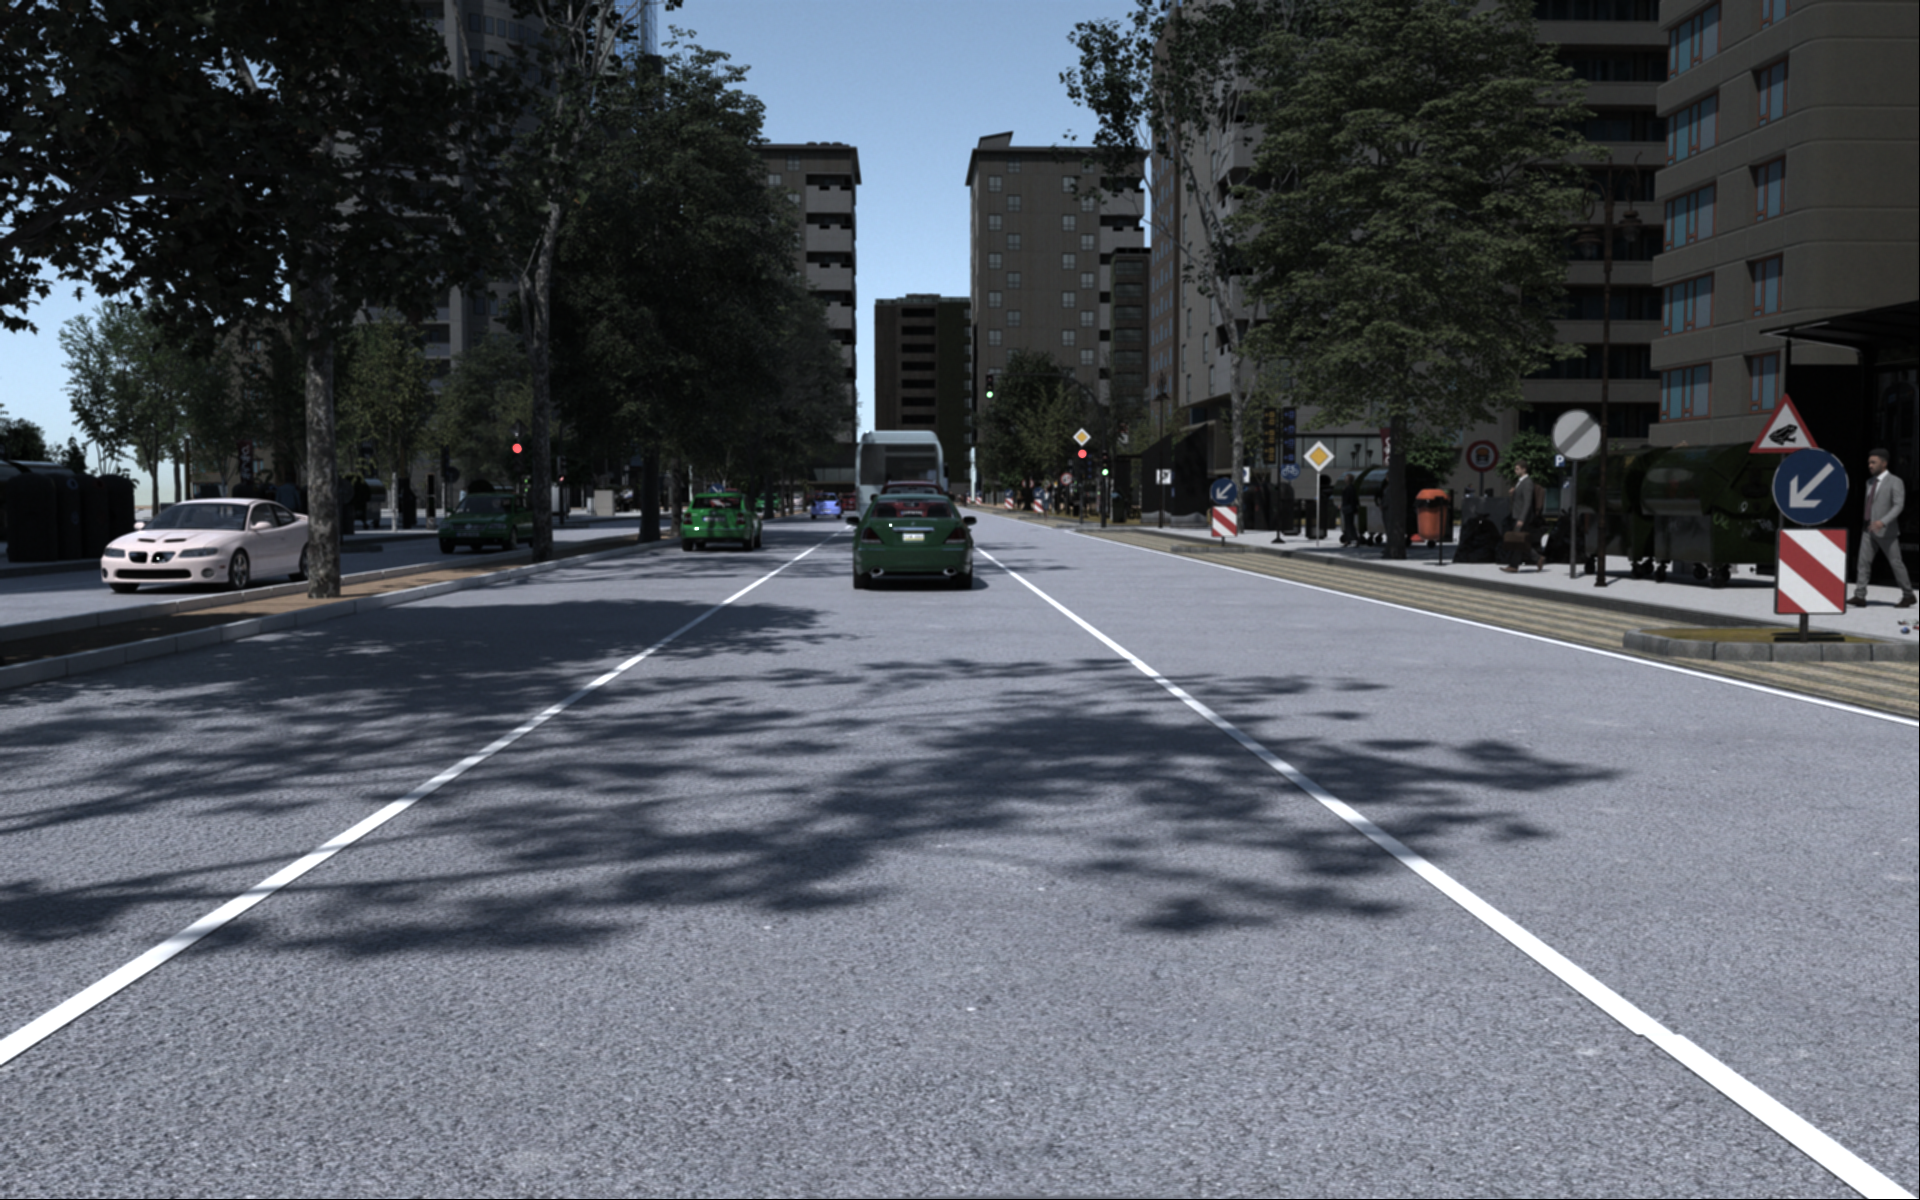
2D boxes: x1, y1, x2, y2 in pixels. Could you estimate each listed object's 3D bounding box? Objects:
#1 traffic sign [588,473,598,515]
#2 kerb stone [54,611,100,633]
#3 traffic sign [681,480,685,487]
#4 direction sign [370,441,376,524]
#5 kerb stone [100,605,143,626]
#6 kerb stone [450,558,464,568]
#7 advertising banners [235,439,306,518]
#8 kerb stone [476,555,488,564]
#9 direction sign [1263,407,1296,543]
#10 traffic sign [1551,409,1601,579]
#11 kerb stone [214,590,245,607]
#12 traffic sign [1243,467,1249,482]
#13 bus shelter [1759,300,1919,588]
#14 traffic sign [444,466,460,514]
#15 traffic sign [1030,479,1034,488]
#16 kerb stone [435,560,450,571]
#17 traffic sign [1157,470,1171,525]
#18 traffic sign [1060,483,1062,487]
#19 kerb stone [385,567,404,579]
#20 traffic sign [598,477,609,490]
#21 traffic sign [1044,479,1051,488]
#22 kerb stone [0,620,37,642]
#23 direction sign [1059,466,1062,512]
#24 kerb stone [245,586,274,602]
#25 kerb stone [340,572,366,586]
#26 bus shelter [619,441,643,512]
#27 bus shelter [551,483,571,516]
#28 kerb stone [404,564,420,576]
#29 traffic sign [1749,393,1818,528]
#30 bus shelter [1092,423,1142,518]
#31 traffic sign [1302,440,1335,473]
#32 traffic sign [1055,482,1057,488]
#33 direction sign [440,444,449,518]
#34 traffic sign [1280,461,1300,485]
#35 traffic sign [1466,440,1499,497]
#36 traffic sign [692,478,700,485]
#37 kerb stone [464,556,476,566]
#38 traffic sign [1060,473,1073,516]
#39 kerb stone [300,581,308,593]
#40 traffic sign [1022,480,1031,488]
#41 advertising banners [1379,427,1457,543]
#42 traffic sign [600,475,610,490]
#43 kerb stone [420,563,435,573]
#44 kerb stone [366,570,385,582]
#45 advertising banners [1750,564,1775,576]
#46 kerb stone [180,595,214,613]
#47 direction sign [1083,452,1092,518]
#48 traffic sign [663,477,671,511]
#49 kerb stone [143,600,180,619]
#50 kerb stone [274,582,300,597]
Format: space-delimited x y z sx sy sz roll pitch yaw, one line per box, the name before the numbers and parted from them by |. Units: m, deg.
traffic sign | -22.271 -6.406 104.846 0.768 2.556 0.104 0 4 6
kerb stone | -9.337 0.248 18.160 0.120 0.150 1.000 0 4 -2
traffic sign | -22.026 -8.325 136.119 0.884 2.594 0.081 0 4 -1
direction sign | -24.998 -5.004 73.813 0.379 3.537 0.876 -2 4 -32
kerb stone | -9.364 0.184 19.184 0.120 0.150 1.000 0 4 -2
kerb stone | -9.849 -0.693 33.532 0.120 0.150 1.000 0 4 -2
advertising banners | -21.956 -3.610 55.206 2.074 3.025 0.090 -1 4 -13
kerb stone | -9.924 -0.815 35.581 0.120 0.150 1.000 0 4 -2
direction sign | 8.316 -3.251 45.149 0.876 3.537 0.379 2 4 32
traffic sign | 9.297 -1.596 26.197 0.768 2.556 0.104 0 4 0
kerb stone | -9.470 -0.003 22.249 0.120 0.150 1.000 0 4 -2
traffic sign | 10.576 -3.853 65.123 0.606 2.300 0.079 0 4 4
bus shelter | 12.435 -1.875 21.937 1.731 3.624 6.357 0 4 -2
traffic sign | -23.400 -4.868 79.703 0.768 2.556 0.104 0 4 4
traffic sign | 5.876 -8.948 146.400 0.768 2.556 0.104 0 4 2
kerb stone | -9.816 -0.626 32.507 0.120 0.150 1.000 0 4 -2
traffic sign | 8.561 -4.323 72.806 0.606 2.300 0.079 0 4 6
traffic sign | 8.220 -8.904 145.681 0.768 2.556 0.104 0 4 6
kerb stone | -9.709 -0.443 29.443 0.120 0.150 1.000 0 4 -2
traffic sign | -21.165 -6.160 102.850 0.606 2.300 0.079 0 4 2
traffic sign | 7.288 -8.919 145.936 0.768 2.556 0.104 0 4 5
kerb stone | -9.296 0.309 17.138 0.120 0.150 1.000 0 4 -2
direction sign | 7.219 -8.153 125.297 0.379 3.537 0.876 0 4 3
kerb stone | -9.503 -0.062 23.283 0.120 0.150 1.000 0 4 -2
kerb stone | -9.646 -0.317 27.385 0.120 0.150 1.000 0 4 -2
bus shelter | -24.502 -9.380 130.990 2.179 5.291 8.768 0 4 -2
bus shelter | -23.265 -6.603 101.886 2.014 3.302 5.546 0 4 -2
kerb stone | -9.747 -0.505 30.464 0.120 0.150 1.000 0 4 -2
traffic sign | 10.670 -1.374 22.473 0.884 2.594 0.081 0 4 6
bus shelter | 8.568 -7.232 95.872 2.179 5.291 8.768 0 4 -2
traffic sign | 8.759 -2.599 42.228 0.795 2.593 0.064 0 4 0
traffic sign | 8.035 -8.887 145.032 0.795 2.593 0.064 0 4 4
direction sign | -23.480 -5.323 79.020 0.379 3.537 0.876 -3 5 -39
traffic sign | 12.316 -3.952 64.720 0.768 2.556 0.104 0 4 4
traffic sign | 12.240 -2.480 40.658 0.768 2.556 0.104 0 4 4
traffic sign | -20.794 -8.360 136.784 0.768 2.556 0.104 0 4 -1
kerb stone | -9.886 -0.756 34.553 0.120 0.150 1.000 0 4 -2
traffic sign | 6.303 -6.248 102.265 0.768 2.556 0.104 0 4 5
kerb stone | -9.575 -0.187 25.332 0.120 0.150 1.000 0 4 -2
traffic sign | 5.504 -8.764 143.394 0.768 2.556 0.104 0 4 8
advertising banners | 12.025 -3.017 45.510 2.074 3.025 0.090 0 4 0
traffic sign | -23.430 -6.966 114.007 0.768 2.556 0.104 0 4 -1
kerb stone | -9.782 -0.568 31.485 0.120 0.150 1.000 0 4 -2
kerb stone | -9.684 -0.380 28.412 0.120 0.150 1.000 0 4 -2
advertising banners | 13.191 -1.863 26.645 0.090 3.025 2.074 -2 4 -34
kerb stone | -9.434 0.061 21.227 0.120 0.150 1.000 0 4 -2
direction sign | 6.855 -6.250 94.177 0.379 3.537 0.876 -3 5 -39
traffic sign | -21.471 -7.790 127.476 0.768 2.556 0.104 0 4 7
kerb stone | -9.404 0.122 20.205 0.120 0.150 1.000 0 4 -2
kerb stone | -9.539 -0.129 24.311 0.120 0.150 1.000 0 4 -2
